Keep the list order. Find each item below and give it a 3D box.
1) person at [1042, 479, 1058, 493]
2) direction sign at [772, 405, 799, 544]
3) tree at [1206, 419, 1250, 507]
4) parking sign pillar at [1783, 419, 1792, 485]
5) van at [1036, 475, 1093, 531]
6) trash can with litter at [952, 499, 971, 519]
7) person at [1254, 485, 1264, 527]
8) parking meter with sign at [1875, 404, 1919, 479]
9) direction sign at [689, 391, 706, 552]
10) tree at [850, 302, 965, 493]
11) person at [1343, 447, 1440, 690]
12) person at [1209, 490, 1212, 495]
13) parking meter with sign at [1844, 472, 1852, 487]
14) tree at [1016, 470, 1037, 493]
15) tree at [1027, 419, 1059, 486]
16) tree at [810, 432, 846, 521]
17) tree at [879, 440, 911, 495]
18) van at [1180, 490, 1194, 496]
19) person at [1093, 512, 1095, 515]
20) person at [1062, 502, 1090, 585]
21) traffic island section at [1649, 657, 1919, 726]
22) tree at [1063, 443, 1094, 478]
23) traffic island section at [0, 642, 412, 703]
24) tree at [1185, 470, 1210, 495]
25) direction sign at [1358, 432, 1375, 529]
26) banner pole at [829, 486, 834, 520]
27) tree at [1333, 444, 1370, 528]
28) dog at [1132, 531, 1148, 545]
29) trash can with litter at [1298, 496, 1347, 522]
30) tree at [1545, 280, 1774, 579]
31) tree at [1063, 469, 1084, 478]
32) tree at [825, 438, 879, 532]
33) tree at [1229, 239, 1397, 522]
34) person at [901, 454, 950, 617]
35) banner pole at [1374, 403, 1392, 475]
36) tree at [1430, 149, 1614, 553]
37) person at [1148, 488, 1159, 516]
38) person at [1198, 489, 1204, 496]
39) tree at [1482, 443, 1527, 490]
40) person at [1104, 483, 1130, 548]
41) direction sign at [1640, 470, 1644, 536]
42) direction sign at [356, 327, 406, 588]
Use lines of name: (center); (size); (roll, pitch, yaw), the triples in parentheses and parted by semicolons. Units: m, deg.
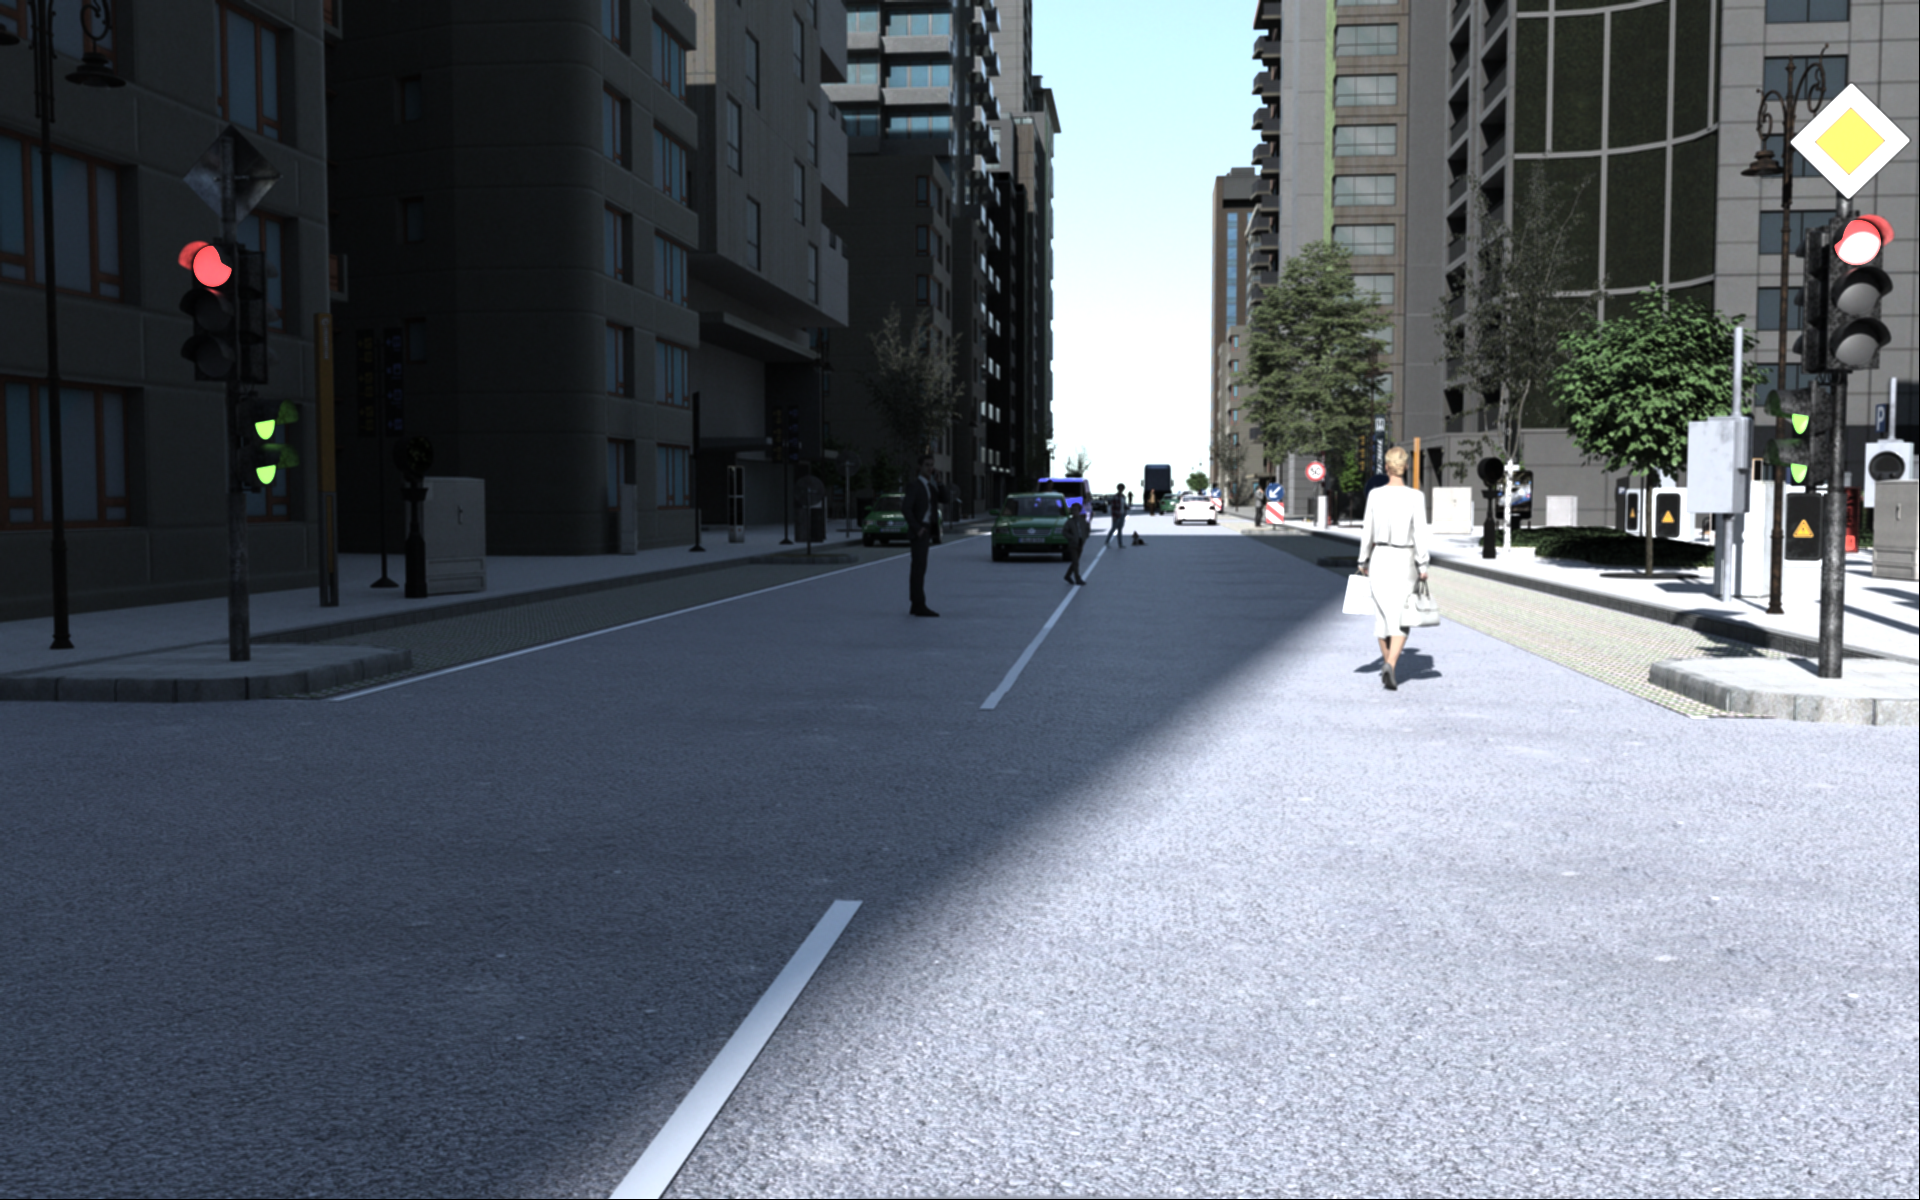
person: (2.277, -2.213, 44.769); (0.616, 1.811, 0.778); (-1, 4, -10)
direction sign: (-4.448, -3.196, 44.246); (0.876, 3.537, 0.379); (2, 4, 35)
tree: (26.375, -13.461, 170.450); (4.360, 8.622, 3.978); (0, 3, 0)
parking sign pillar: (29.491, -4.421, 60.753); (1.447, 3.967, 1.447); (0, 4, 6)
van: (3.825, -3.669, 64.374); (2.240, 2.365, 5.245); (0, 4, 8)
trash can with litter: (0.038, -4.705, 88.309); (1.055, 1.170, 0.624); (1, 4, 22)
person: (12.925, -4.044, 74.798); (0.473, 1.802, 0.592); (1, 4, 23)
parking meter with sign: (18.698, -2.277, 33.495); (1.738, 3.016, 0.543); (1, 4, 9)
direction sign: (-5.885, -2.857, 38.704); (0.379, 3.537, 0.876); (-1, 4, -16)
tree: (-2.114, -7.151, 67.287); (4.360, 8.622, 3.978); (0, 3, 0)
person: (3.168, -0.242, 12.806); (0.694, 1.780, 0.624); (3, 5, 44)
person: (18.333, -7.145, 126.266); (0.436, 1.711, 0.756); (0, 4, 1)
parking meter with sign: (30.147, -3.858, 59.344); (1.738, 3.016, 0.543); (1, 4, 20)
tree: (5.196, -8.673, 136.409); (1.663, 3.219, 1.824); (0, 3, 0)
tree: (7.361, -13.128, 165.012); (4.737, 8.622, 4.395); (0, 3, 0)
tree: (-6.790, -6.021, 82.155); (4.285, 4.588, 4.351); (0, 3, 0)
tree: (-2.725, -4.134, 62.196); (1.663, 3.219, 1.824); (0, 3, 0)
van: (24.886, -11.193, 190.010); (2.013, 2.044, 4.112); (0, 4, 6)
person: (6.075, -4.336, 84.891); (1.012, 1.151, 0.738); (1, 4, 16)
person: (1.845, -0.892, 27.362); (0.475, 1.303, 0.640); (-2, 4, -34)
traffic island section: (6.108, 0.622, 12.116); (2.009, 0.180, 2.903); (0, 4, 6)
tree: (16.862, -18.114, 246.520); (4.360, 8.622, 3.978); (0, 3, 0)
traffic island section: (-5.567, 0.546, 13.356); (2.009, 0.180, 2.903); (0, 4, 6)
tree: (31.099, -14.844, 226.407); (4.285, 4.588, 4.351); (0, 3, 0)
direction sign: (14.951, -4.382, 63.649); (0.379, 3.537, 0.876); (-2, 4, -32)
banner pole: (-6.376, -5.799, 84.831); (0.863, 3.779, 0.401); (3, 4, 37)
tree: (14.995, -4.392, 66.404); (1.663, 3.219, 1.824); (0, 3, 0)
dog: (5.057, -1.734, 48.543); (0.748, 0.427, 0.550); (-1, 4, -20)
trash can with litter: (16.644, -4.189, 79.547); (2.233, 1.210, 1.678); (1, 4, 9)
tree: (10.750, -2.629, 26.705); (4.285, 4.588, 4.351); (0, 3, 0)
tree: (14.870, -14.881, 227.010); (4.285, 4.588, 4.351); (0, 3, 0)
tree: (-3.891, -3.977, 59.619); (1.663, 3.219, 1.824); (0, 3, 0)
tree: (15.881, -9.776, 77.969); (7.486, 12.596, 7.792); (0, 3, 0)
person: (-0.395, -0.775, 20.526); (0.474, 1.900, 0.648); (1, 4, 15)
banner pole: (11.653, -3.528, 47.701); (0.863, 3.779, 0.401); (-3, 4, -39)
tree: (12.119, -5.361, 38.020); (4.360, 8.622, 3.978); (0, 3, 0)
person: (12.765, -6.486, 114.646); (0.705, 1.812, 1.348); (3, 4, 37)
person: (18.338, -7.584, 132.515); (1.348, 1.822, 0.705); (-3, 4, -38)
tree: (17.940, -3.767, 56.196); (1.663, 3.219, 1.824); (0, 3, 0)
person: (4.220, -2.262, 46.328); (0.643, 1.720, 0.563); (3, 5, 44)
direction sign: (18.938, -3.428, 48.052); (0.379, 3.537, 0.876); (3, 4, 36)
direction sign: (-7.931, -1.943, 23.767); (0.876, 3.537, 0.379); (2, 4, 28)
